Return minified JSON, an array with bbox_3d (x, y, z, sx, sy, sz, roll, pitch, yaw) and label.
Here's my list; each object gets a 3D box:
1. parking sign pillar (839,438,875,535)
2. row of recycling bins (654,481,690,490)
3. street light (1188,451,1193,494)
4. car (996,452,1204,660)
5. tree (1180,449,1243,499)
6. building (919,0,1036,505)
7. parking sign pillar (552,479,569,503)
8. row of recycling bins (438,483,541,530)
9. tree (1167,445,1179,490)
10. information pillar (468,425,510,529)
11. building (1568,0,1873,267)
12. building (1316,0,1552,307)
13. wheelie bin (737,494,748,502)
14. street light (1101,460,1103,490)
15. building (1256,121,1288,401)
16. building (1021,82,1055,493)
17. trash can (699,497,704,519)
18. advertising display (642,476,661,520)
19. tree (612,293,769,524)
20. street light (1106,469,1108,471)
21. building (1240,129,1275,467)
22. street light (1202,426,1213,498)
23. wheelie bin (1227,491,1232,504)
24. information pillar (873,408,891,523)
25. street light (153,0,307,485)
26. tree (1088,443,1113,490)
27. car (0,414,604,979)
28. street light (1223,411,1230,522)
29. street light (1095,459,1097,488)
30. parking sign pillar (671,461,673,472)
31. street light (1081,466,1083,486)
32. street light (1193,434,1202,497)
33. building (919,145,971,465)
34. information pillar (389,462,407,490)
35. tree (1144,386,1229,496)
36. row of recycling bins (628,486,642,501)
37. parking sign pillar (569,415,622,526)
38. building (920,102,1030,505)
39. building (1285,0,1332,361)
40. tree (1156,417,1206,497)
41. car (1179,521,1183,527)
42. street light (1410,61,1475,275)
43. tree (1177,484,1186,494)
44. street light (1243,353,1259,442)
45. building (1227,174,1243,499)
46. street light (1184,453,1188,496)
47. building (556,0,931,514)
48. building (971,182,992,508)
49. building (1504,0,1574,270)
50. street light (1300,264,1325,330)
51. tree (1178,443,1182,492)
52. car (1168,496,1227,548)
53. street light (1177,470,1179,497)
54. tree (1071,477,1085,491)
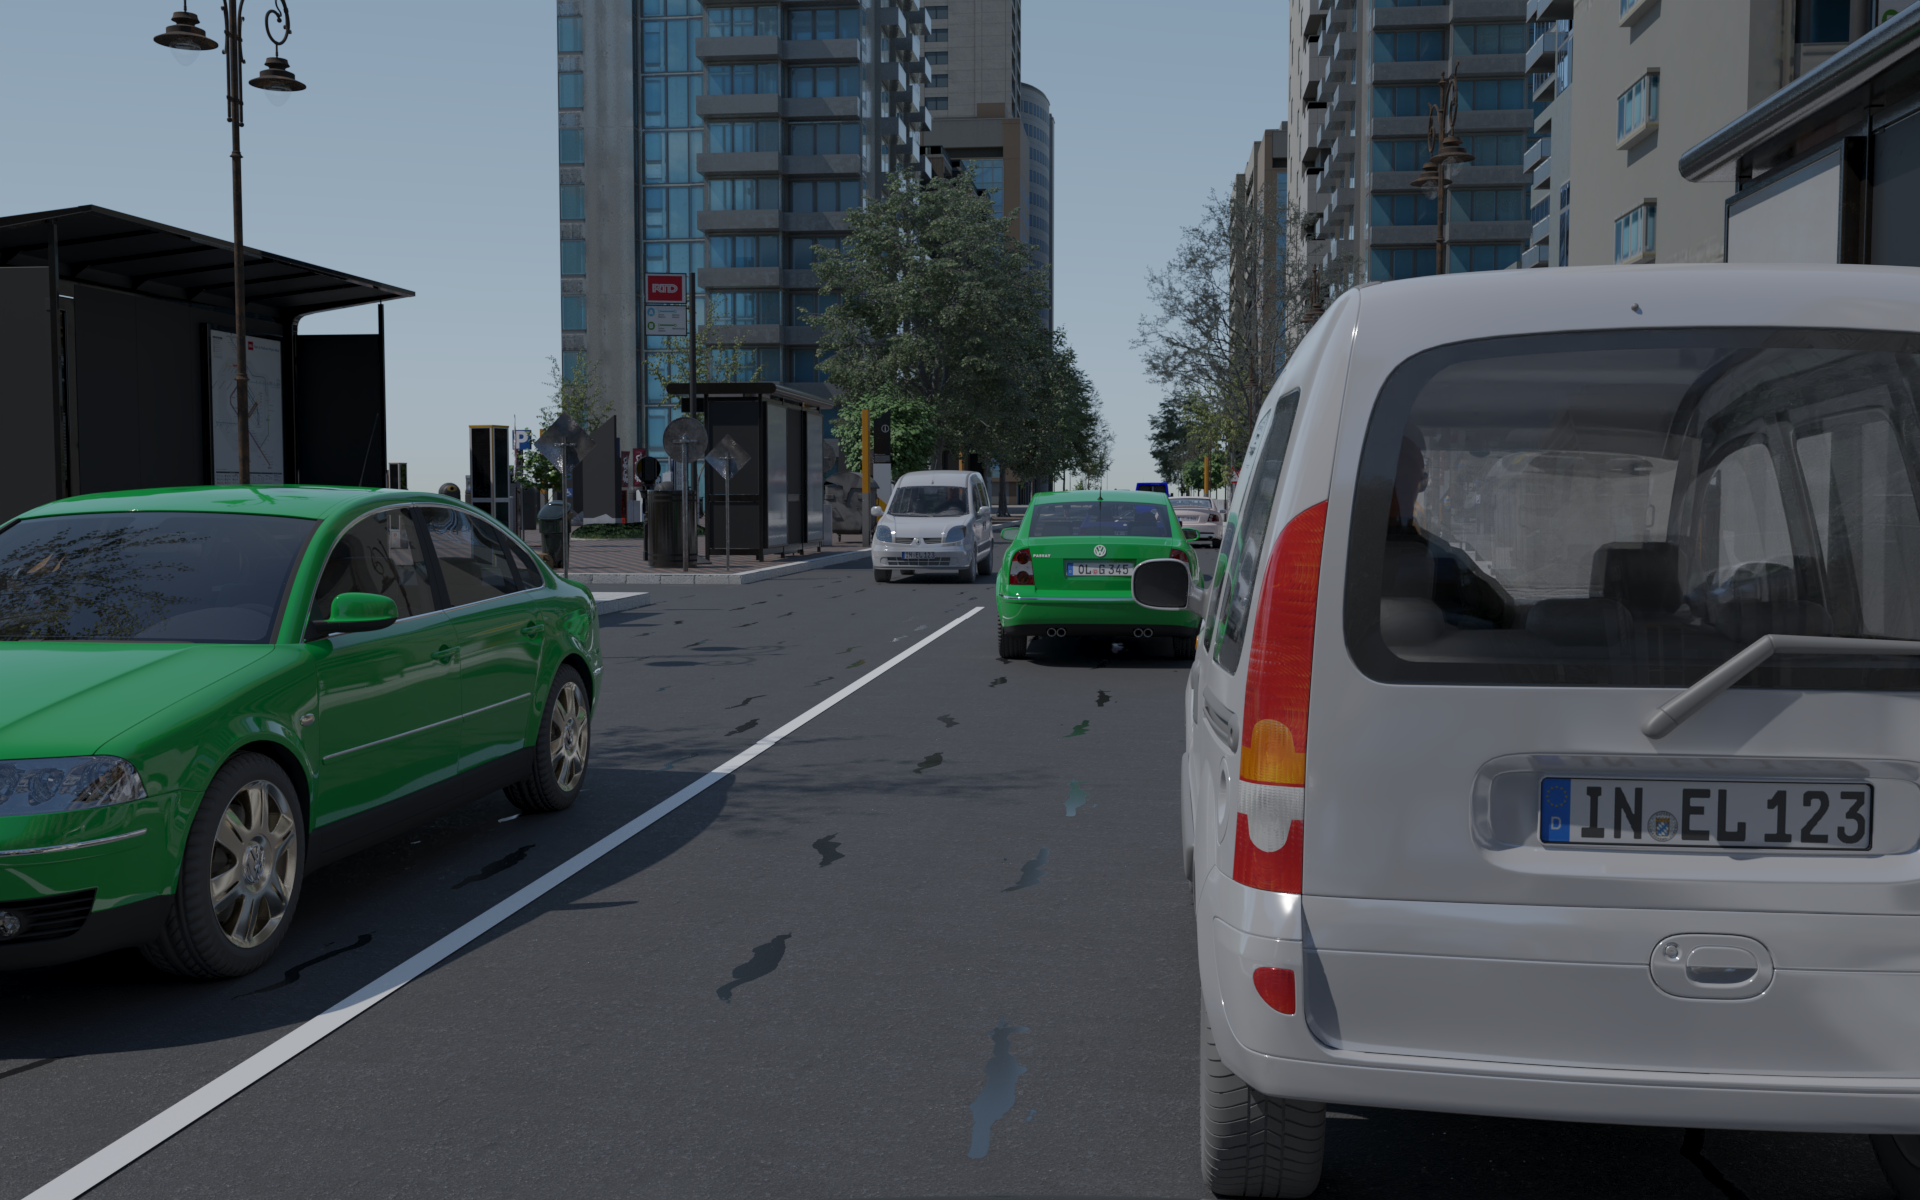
[{"bbox_3d":[-3.188,-4.081,55.194,1.447,3.967,1.447,1,4,12],"label":"parking sign pillar"},{"bbox_3d":[-9.509,-3.055,57.057,1.069,1.692,3.534,0,4,-3],"label":"row of recycling bins"},{"bbox_3d":[21.008,-11.175,155.497,0.468,5.910,1.993,0,4,7],"label":"street light"},{"bbox_3d":[1.328,-0.467,16.427,1.959,1.807,4.718,0,4,5],"label":"car"},{"bbox_3d":[16.631,-7.884,112.612,4.285,4.588,4.351,0,3,0],"label":"tree"},{"bbox_3d":[-0.617,-47.843,220.491,20.563,71.187,20.611,0,4,7],"label":"building"},{"bbox_3d":[-15.520,-4.970,69.724,1.447,3.967,1.447,1,4,10],"label":"parking sign pillar"},{"bbox_3d":[-16.956,-3.365,62.123,3.534,1.692,1.069,0,4,1],"label":"row of recycling bins"},{"bbox_3d":[24.644,-14.384,185.547,4.360,8.622,3.978,0,3,0],"label":"tree"},{"bbox_3d":[-5.022,-0.858,18.528,0.304,2.012,0.304,1,4,20],"label":"information pillar"},{"bbox_3d":[27.235,-25.629,42.733,21.600,48.544,21.300,0,4,7],"label":"building"},{"bbox_3d":[37.648,-30.886,124.599,23.786,49.044,30.456,0,4,7],"label":"building"},{"bbox_3d":[-13.216,-5.983,105.731,0.693,1.594,0.980,-3,5,-42],"label":"wheelie bin"},{"bbox_3d":[19.054,-15.920,233.074,0.468,5.910,1.993,0,4,7],"label":"street light"},{"bbox_3d":[42.952,-34.123,208.029,14.600,45.320,14.200,0,4,7],"label":"building"},{"bbox_3d":[1.963,-43.012,245.245,21.231,58.520,28.212,0,4,7],"label":"building"},{"bbox_3d":[-13.811,-4.854,91.018,0.748,1.137,0.748,0,3,0],"label":"trash can"},{"bbox_3d":[-10.697,-3.361,60.166,0.123,1.923,0.974,2,4,25],"label":"advertising display"},{"bbox_3d":[-9.294,-6.866,62.628,4.737,8.622,4.395,0,3,0],"label":"tree"},{"bbox_3d":[21.690,-17.277,255.270,0.468,5.910,1.993,0,4,7],"label":"street light"},{"bbox_3d":[48.264,-36.800,225.387,21.300,48.544,21.600,0,4,7],"label":"building"},{"bbox_3d":[15.684,-8.349,109.299,0.468,5.910,1.993,0,4,7],"label":"street light"},{"bbox_3d":[15.917,-5.689,100.928,0.693,1.594,0.980,0,4,3],"label":"wheelie bin"},{"bbox_3d":[-2.110,-3.424,47.330,0.504,3.616,0.183,0,4,-1],"label":"information pillar"},{"bbox_3d":[-5.975,-2.543,14.371,0.468,5.910,1.993,0,4,7],"label":"street light"},{"bbox_3d":[14.612,-15.212,199.072,4.737,8.622,4.395,0,3,0],"label":"tree"},{"bbox_3d":[-2.800,0.134,6.601,1.959,1.807,4.718,0,4,7],"label":"car"},{"bbox_3d":[12.152,-6.504,79.134,0.468,5.910,1.993,0,4,7],"label":"street light"},{"bbox_3d":[16.488,-14.568,210.975,0.468,5.910,1.993,0,4,7],"label":"street light"},{"bbox_3d":[-16.470,-6.818,99.950,1.447,3.967,1.447,-1,4,-14],"label":"parking sign pillar"},{"bbox_3d":[12.157,-12.209,172.404,0.468,5.910,1.993,0,4,7],"label":"street light"},{"bbox_3d":[18.282,-9.761,132.386,0.468,5.910,1.993,0,4,7],"label":"street light"},{"bbox_3d":[-7.088,-22.767,143.946,14.160,30.474,14.107,0,4,7],"label":"building"},{"bbox_3d":[-13.081,-2.194,40.356,0.304,2.012,0.304,1,4,18],"label":"information pillar"},{"bbox_3d":[26.771,-18.191,204.081,9.857,13.997,8.962,0,3,0],"label":"tree"},{"bbox_3d":[-13.998,-4.257,76.712,1.069,1.692,3.534,0,4,2],"label":"row of recycling bins"},{"bbox_3d":[-12.279,-4.339,59.415,1.447,3.967,1.447,1,4,22],"label":"parking sign pillar"},{"bbox_3d":[0.683,-33.802,202.774,14.600,45.320,14.200,0,4,7],"label":"building"},{"bbox_3d":[43.434,-34.493,153.203,28.713,52.752,27.495,0,4,7],"label":"building"},{"bbox_3d":[29.107,-18.459,227.552,9.928,11.665,9.643,0,3,0],"label":"tree"},{"bbox_3d":[2.903,-1.076,30.173,1.945,1.354,3.894,0,4,6],"label":"car"},{"bbox_3d":[5.274,-2.832,19.091,0.468,5.910,1.993,0,4,7],"label":"street light"},{"bbox_3d":[31.291,-15.173,242.681,1.663,3.219,1.824,0,3,0],"label":"tree"},{"bbox_3d":[9.562,-5.153,57.038,0.468,5.910,1.993,0,4,7],"label":"street light"},{"bbox_3d":[49.551,-38.139,247.270,21.300,48.544,21.600,0,4,7],"label":"building"},{"bbox_3d":[23.580,-12.561,178.153,0.468,5.910,1.993,0,4,7],"label":"street light"},{"bbox_3d":[-14.070,-30.655,120.814,23.786,49.044,30.456,0,4,7],"label":"building"},{"bbox_3d":[-4.745,-23.625,157.963,14.160,30.474,14.107,0,4,7],"label":"building"},{"bbox_3d":[35.559,-46.958,80.439,22.319,86.520,31.000,0,4,7],"label":"building"},{"bbox_3d":[7.122,-3.800,34.925,0.468,5.910,1.993,0,4,7],"label":"street light"},{"bbox_3d":[23.569,-13.152,165.396,4.360,8.622,3.978,0,3,0],"label":"tree"},{"bbox_3d":[6.272,-2.152,47.550,2.083,1.381,4.827,0,4,8],"label":"car"},{"bbox_3d":[30.378,-16.210,237.828,0.468,5.910,1.993,0,4,7],"label":"street light"},{"bbox_3d":[13.361,-12.021,191.142,1.663,3.219,1.824,0,3,0],"label":"tree"}]
